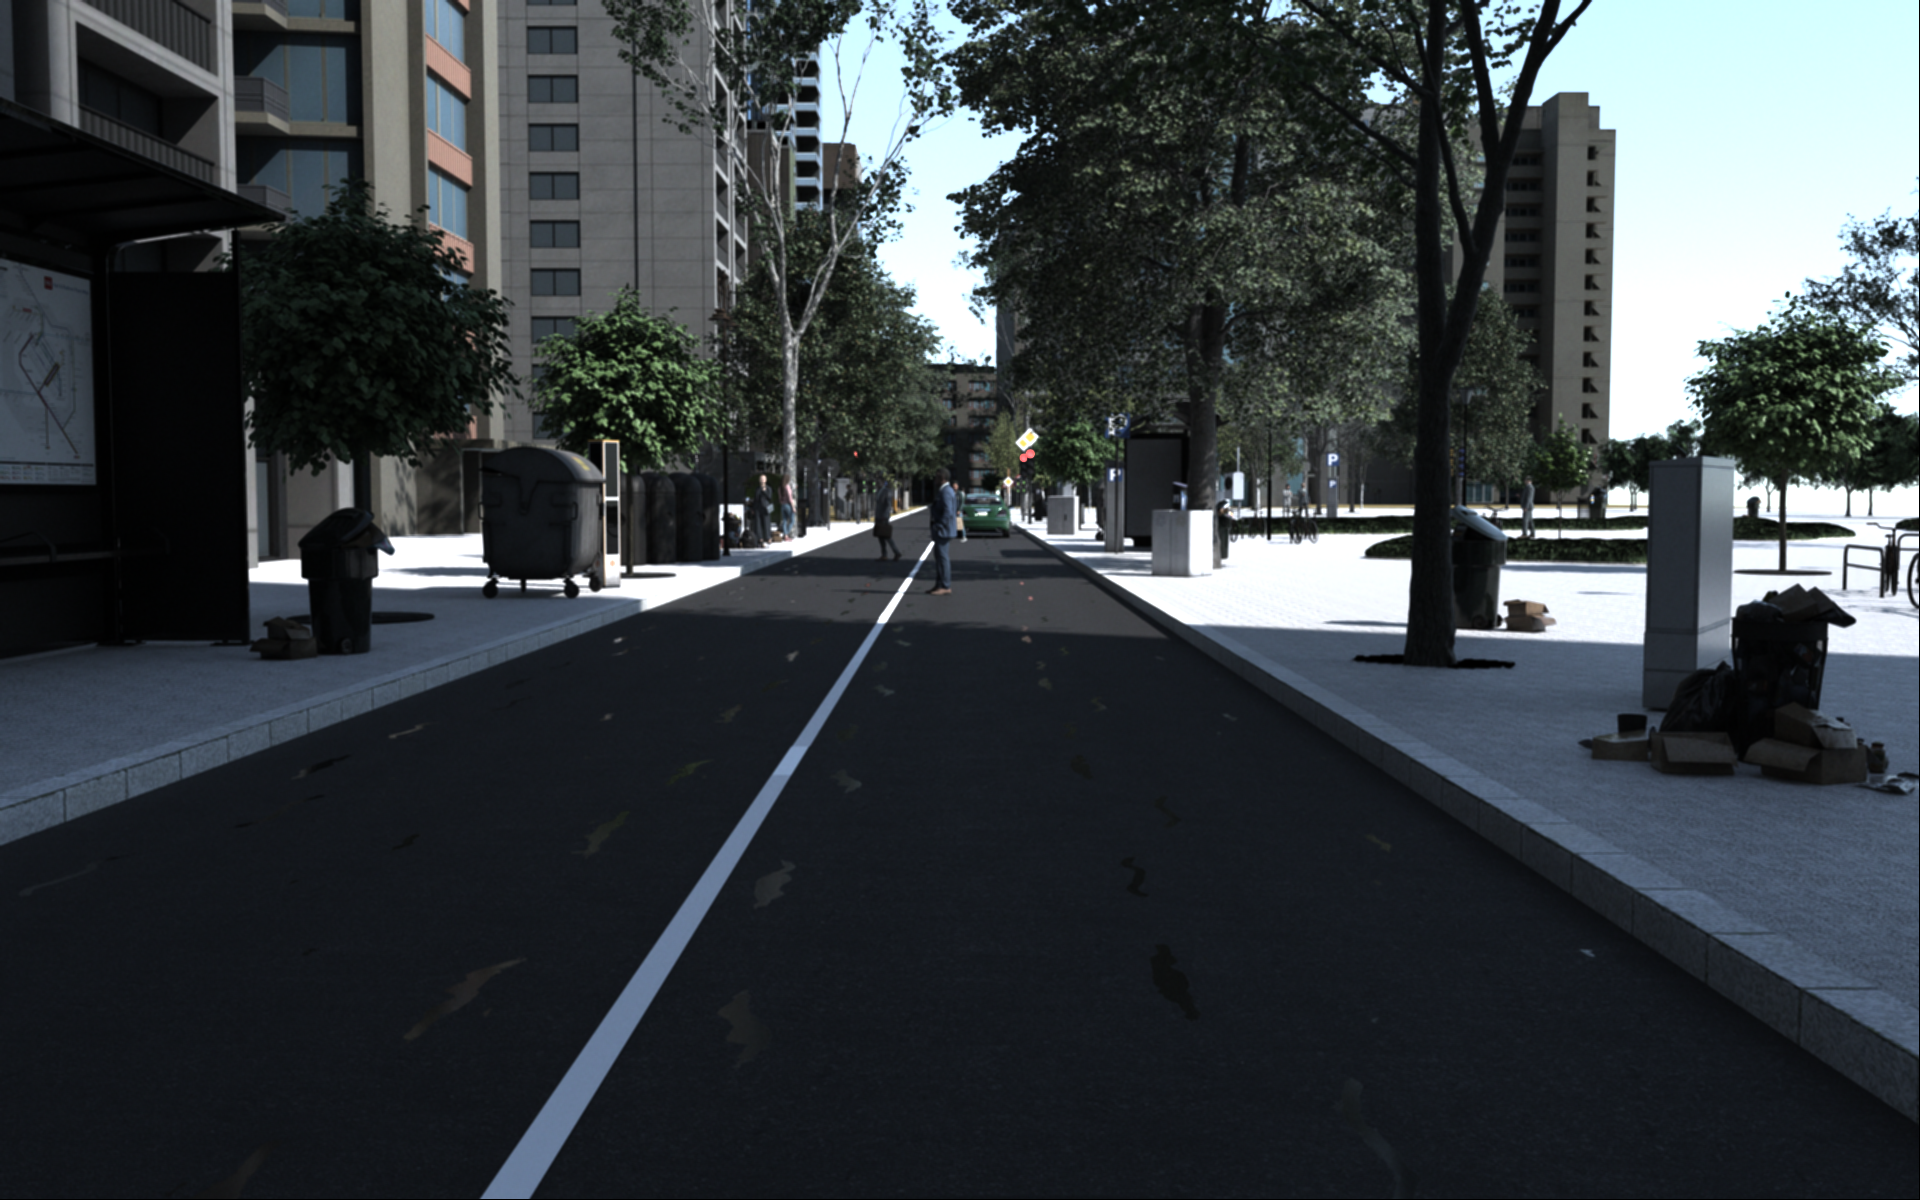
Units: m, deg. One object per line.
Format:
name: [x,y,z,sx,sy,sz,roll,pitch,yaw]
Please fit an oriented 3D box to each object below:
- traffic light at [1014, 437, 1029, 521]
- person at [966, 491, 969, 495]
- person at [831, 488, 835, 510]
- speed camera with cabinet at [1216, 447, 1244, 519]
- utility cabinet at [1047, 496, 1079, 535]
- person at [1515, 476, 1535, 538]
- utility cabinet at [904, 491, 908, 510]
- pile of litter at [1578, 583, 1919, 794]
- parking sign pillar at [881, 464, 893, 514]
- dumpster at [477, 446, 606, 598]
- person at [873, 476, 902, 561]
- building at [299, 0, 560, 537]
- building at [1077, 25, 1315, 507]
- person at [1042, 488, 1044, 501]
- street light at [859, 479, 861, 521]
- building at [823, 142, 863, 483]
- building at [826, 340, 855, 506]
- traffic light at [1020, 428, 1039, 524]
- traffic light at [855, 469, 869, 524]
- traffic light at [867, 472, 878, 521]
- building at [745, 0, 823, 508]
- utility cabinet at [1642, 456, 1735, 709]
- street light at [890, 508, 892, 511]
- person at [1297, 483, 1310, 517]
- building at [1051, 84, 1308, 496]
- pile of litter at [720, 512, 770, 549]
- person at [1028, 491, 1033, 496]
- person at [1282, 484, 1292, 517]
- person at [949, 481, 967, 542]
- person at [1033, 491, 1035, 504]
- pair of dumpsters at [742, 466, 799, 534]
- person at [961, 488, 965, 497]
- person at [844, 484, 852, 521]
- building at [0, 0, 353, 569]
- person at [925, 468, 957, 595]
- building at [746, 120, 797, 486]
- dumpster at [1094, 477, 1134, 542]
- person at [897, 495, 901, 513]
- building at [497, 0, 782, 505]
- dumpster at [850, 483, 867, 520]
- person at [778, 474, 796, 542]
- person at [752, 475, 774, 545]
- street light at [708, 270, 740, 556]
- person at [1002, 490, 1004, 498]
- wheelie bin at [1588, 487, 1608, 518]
traffic light: [2.974,-5.662,81.490,0.839,4.253,0.868,0,4,0]
person: [0.880,-11.079,189.725,0.705,1.814,1.350,1,4,12]
person: [-10.028,-7.958,136.335,0.537,1.800,0.526,-3,5,-45]
speed camera with cabinet: [11.196,-4.826,73.235,0.660,3.252,2.038,-2,4,-24]
utility cabinet: [3.232,-2.651,54.505,1.020,1.237,0.306,3,4,36]
person: [16.491,-2.711,50.538,0.590,1.801,0.661,1,4,21]
utility cabinet: [-4.346,-7.961,138.838,0.318,1.500,1.173,0,4,4]
pile of litter: [3.739,0.360,8.082,1.176,0.858,1.719,-2,4,-23]
parking sign pillar: [-4.948,-7.702,114.408,1.447,3.967,1.447,0,4,-1]
dumpster: [-5.285,-0.990,21.939,1.264,1.857,1.865,0,4,0]
person: [-1.661,-1.749,37.210,0.853,1.813,0.709,-3,5,-43]
building: [-29.026,-24.589,56.651,28.867,44.769,22.147,0,4,0]
building: [23.829,-34.349,181.217,23.786,49.044,30.456,0,4,0]
person: [5.842,-7.148,123.138,0.641,1.798,0.478,-1,4,-12]
street light: [-4.760,-6.664,81.739,0.468,5.910,1.993,0,4,0]
building: [-19.630,-34.660,216.798,14.200,45.320,14.600,0,4,0]
building: [-19.341,-25.867,194.633,14.160,30.474,14.107,0,4,0]
traffic light: [2.952,-5.173,73.505,0.839,4.253,0.868,0,4,0]
traffic light: [-4.309,-5.174,73.509,0.839,4.253,0.868,0,4,0]
traffic light: [-4.287,-5.662,81.494,0.839,4.253,0.868,0,4,0]
building: [-23.709,-52.458,170.365,22.319,86.520,31.000,0,4,0]
utility cabinet: [4.464,-0.118,10.615,0.318,1.500,1.173,2,4,32]
street light: [-4.747,-8.945,119.030,0.468,5.910,1.993,0,4,0]
person: [16.080,-4.566,80.880,0.661,1.801,0.590,-1,4,-19]
building: [25.785,-37.968,210.020,28.713,52.752,27.495,0,4,0]
pile of litter: [-5.388,-1.646,40.885,1.719,0.858,1.176,1,4,9]
person: [8.278,-12.078,204.307,0.721,1.735,1.217,-2,4,-31]
person: [16.983,-5.111,89.796,0.511,1.800,0.466,-2,4,-32]
person: [-0.099,-2.642,51.686,0.713,1.824,0.794,-2,4,-32]
person: [9.657,-13.217,222.931,0.721,1.735,1.217,0,4,3]
pair of dumpsters: [-6.339,-3.384,57.824,1.574,2.255,4.437,0,3,0]
person: [0.051,-6.273,110.913,0.795,1.843,0.661,-2,4,-26]
person: [-5.332,-4.636,82.393,0.362,1.759,0.519,-1,4,-17]
building: [-22.329,-36.069,27.986,20.563,71.187,20.611,0,4,0]
person: [-0.247,-0.980,24.698,0.419,1.800,0.721,-1,4,-9]
building: [-20.334,-22.151,133.863,14.160,30.474,14.107,0,4,0]
dumpster: [4.352,-2.547,47.396,1.264,1.857,1.865,0,4,0]
person: [-4.263,-6.661,119.626,0.362,1.253,0.373,1,4,17]
building: [-21.888,-40.921,107.312,20.563,71.187,20.611,0,4,0]
dumpster: [-5.325,-5.005,87.585,1.264,1.857,1.865,0,4,0]
person: [-4.644,-2.485,46.680,0.555,1.821,0.388,2,4,35]
person: [-5.000,-2.288,43.872,0.576,1.772,0.534,0,4,2]
street light: [-4.865,-3.859,35.886,0.468,5.910,1.993,0,4,0]
person: [4.616,-11.333,192.052,0.721,1.736,1.217,2,4,26]
wheelie bin: [27.207,-4.032,73.837,0.693,1.594,0.980,3,5,39]
